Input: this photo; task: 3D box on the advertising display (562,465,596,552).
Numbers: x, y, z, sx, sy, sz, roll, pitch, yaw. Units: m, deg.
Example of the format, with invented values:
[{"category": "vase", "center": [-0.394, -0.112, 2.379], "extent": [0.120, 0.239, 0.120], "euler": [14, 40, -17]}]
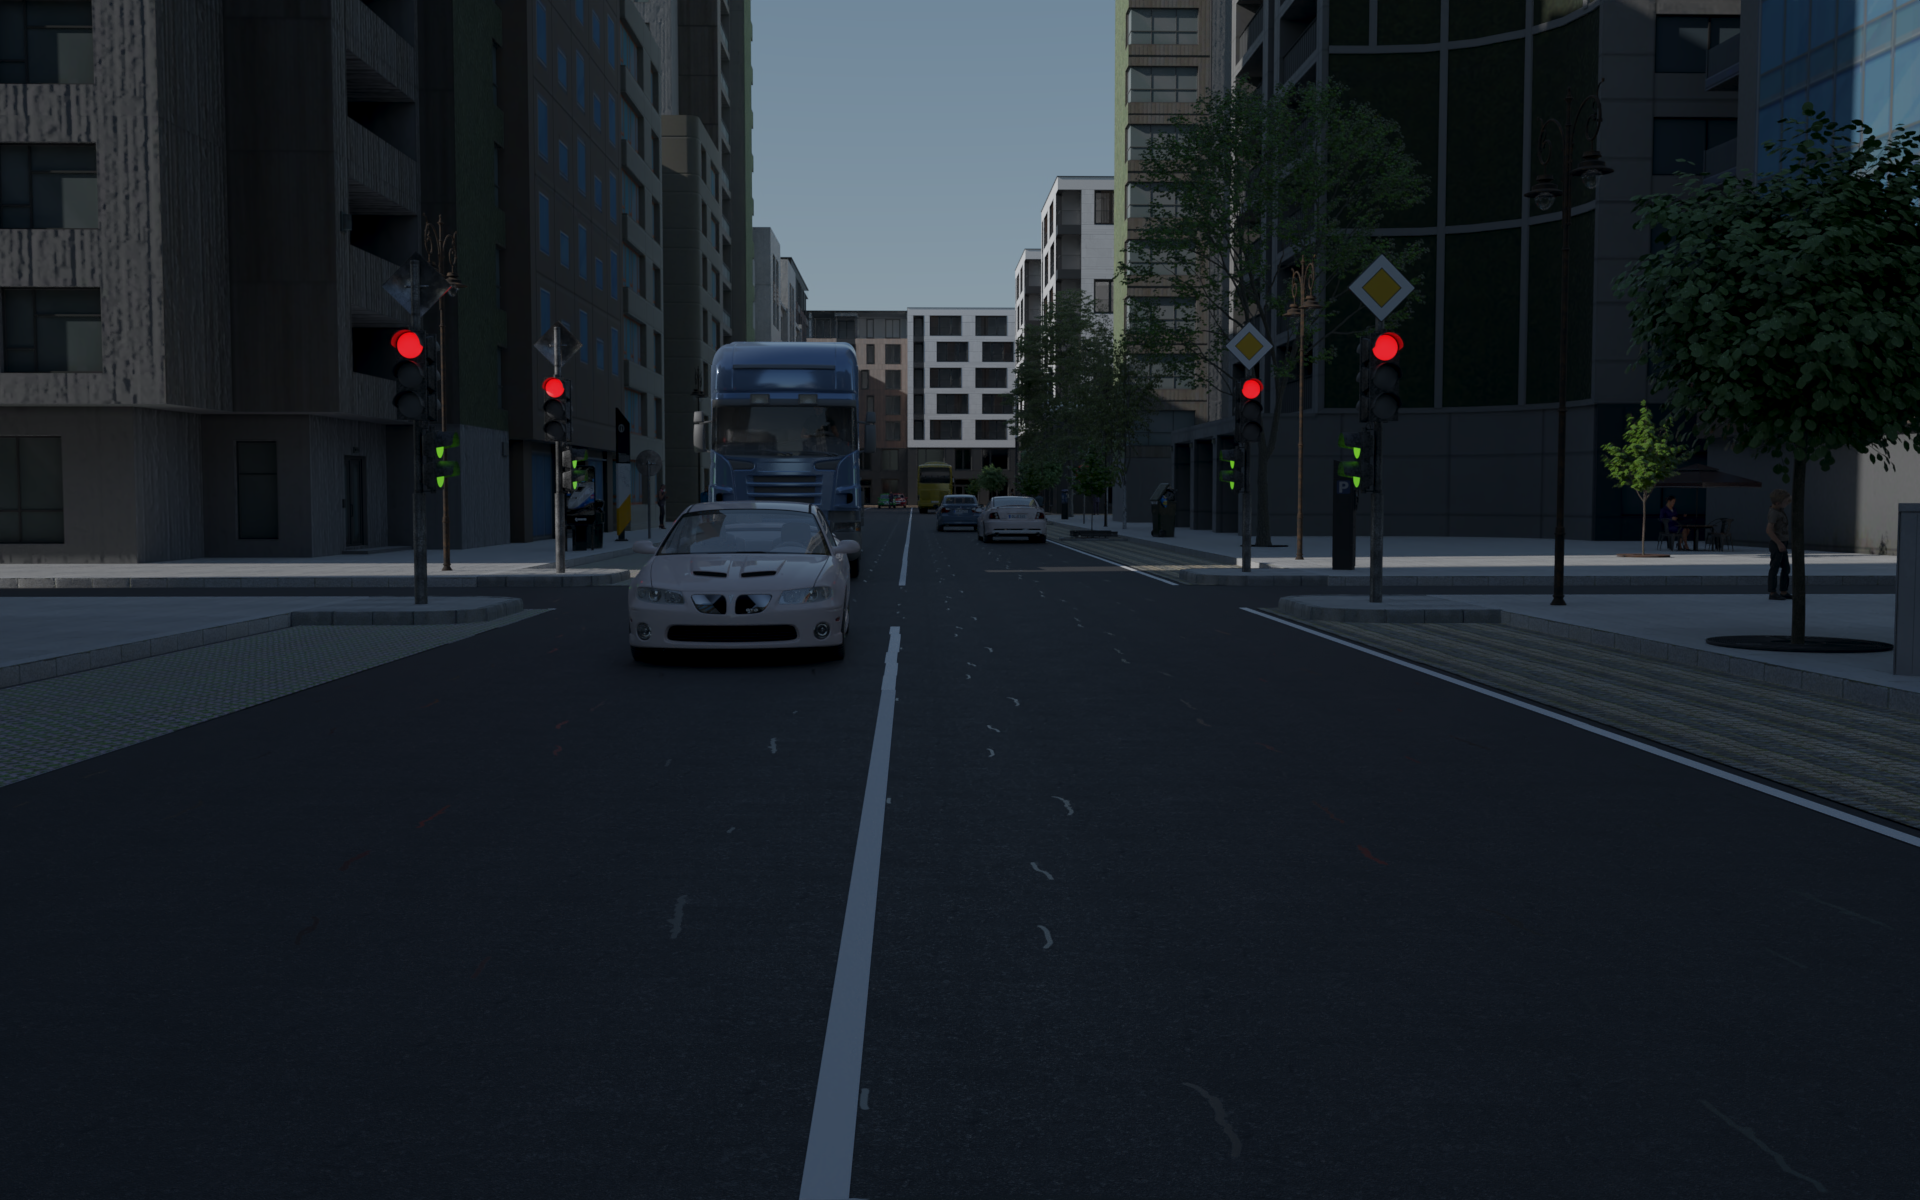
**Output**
[{"category": "advertising display", "center": [-8.575, -2.066, 38.985], "extent": [0.123, 1.923, 0.974], "euler": [2, 4, 31]}]

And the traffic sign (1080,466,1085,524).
[{"category": "traffic sign", "center": [5.339, -4.548, 74.471], "extent": [0.768, 2.556, 0.104], "euler": [0, 4, 3]}]

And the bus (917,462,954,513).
[{"category": "bus", "center": [-1.861, -8.543, 131.224], "extent": [2.896, 3.916, 12.252], "euler": [0, 4, 0]}]

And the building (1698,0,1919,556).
[{"category": "building", "center": [26.024, -23.614, 36.194], "extent": [14.200, 45.320, 14.600], "euler": [0, 4, -2]}]

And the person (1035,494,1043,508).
[{"category": "person", "center": [3.724, -4.390, 82.487], "extent": [0.499, 1.552, 0.429], "euler": [0, 4, 1]}]

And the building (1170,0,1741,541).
[{"category": "building", "center": [18.667, -37.734, 55.196], "extent": [20.563, 71.187, 20.611], "euler": [0, 4, -2]}]

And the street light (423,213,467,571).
[{"category": "street light", "center": [-8.591, -3.427, 28.827], "extent": [0.468, 5.910, 1.993], "euler": [0, 4, -2]}]

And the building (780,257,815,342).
[{"category": "building", "center": [-31.139, -19.505, 162.889], "extent": [32.646, 21.610, 27.936], "euler": [0, 4, -2]}]

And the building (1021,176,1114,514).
[{"category": "building", "center": [19.726, -17.379, 128.122], "extent": [27.936, 21.610, 32.646], "euler": [0, 4, -2]}]

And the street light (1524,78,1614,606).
[{"category": "street light", "center": [6.914, -2.877, 19.833], "extent": [0.468, 5.910, 1.993], "euler": [0, 4, -2]}]

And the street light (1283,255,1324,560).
[{"category": "street light", "center": [6.634, -3.723, 33.652], "extent": [0.468, 5.910, 1.993], "euler": [0, 4, -2]}]

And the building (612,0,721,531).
[{"category": "building", "center": [-25.624, -13.972, 73.478], "extent": [27.650, 21.520, 28.899], "euler": [0, 4, -2]}]

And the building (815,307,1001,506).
[{"category": "building", "center": [-8.307, -21.982, 203.374], "extent": [32.646, 21.610, 27.936], "euler": [0, 4, -2]}]

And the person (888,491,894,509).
[{"category": "person", "center": [-6.537, -9.446, 163.863], "extent": [0.541, 1.710, 0.530], "euler": [2, 4, 30]}]

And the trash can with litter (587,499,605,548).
[{"category": "trash can with litter", "center": [-8.801, -1.807, 40.938], "extent": [0.624, 1.170, 1.055], "euler": [-2, 4, -31]}]

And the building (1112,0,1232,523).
[{"category": "building", "center": [14.249, -24.450, 83.349], "extent": [14.154, 41.232, 14.086], "euler": [0, 4, -2]}]

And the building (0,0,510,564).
[{"category": "building", "center": [-18.452, -16.212, 36.772], "extent": [14.160, 30.474, 14.107], "euler": [0, 4, -2]}]

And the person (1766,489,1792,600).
[{"category": "person", "center": [9.965, -0.674, 20.975], "extent": [0.340, 1.345, 0.435], "euler": [2, 4, 31]}]

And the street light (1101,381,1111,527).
[{"category": "street light", "center": [5.717, -5.815, 67.862], "extent": [0.468, 5.910, 1.993], "euler": [0, 4, -2]}]

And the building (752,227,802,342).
[{"category": "building", "center": [-21.304, -16.145, 130.426], "extent": [16.747, 18.905, 31.486], "euler": [0, 4, -2]}]

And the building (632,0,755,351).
[{"category": "building", "center": [-18.952, -25.144, 94.704], "extent": [14.154, 41.232, 14.086], "euler": [0, 4, -2]}]

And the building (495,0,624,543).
[{"category": "building", "center": [-18.119, -24.486, 50.460], "extent": [14.600, 45.320, 14.200], "euler": [0, 4, -2]}]

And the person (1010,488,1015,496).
[{"category": "person", "center": [4.342, -8.199, 140.821], "extent": [0.721, 1.735, 1.217], "euler": [1, 4, 23]}]

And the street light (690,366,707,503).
[{"category": "street light", "center": [-9.441, -5.495, 62.638], "extent": [0.468, 5.910, 1.993], "euler": [0, 4, -2]}]

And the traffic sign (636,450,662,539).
[{"category": "traffic sign", "center": [-8.936, -3.037, 49.756], "extent": [0.768, 2.556, 0.104], "euler": [0, 4, 0]}]

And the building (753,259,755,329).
[{"category": "building", "center": [-20.847, -15.434, 108.771], "extent": [16.016, 20.091, 11.380], "euler": [0, 4, -2]}]

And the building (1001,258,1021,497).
[{"category": "building", "center": [18.887, -19.386, 160.937], "extent": [27.936, 21.610, 32.646], "euler": [0, 4, -2]}]

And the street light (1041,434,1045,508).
[{"category": "street light", "center": [4.853, -7.930, 102.446], "extent": [0.468, 5.910, 1.993], "euler": [0, 4, -2]}]

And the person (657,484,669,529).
[{"category": "person", "center": [-10.855, -3.422, 63.462], "extent": [0.415, 1.643, 0.593], "euler": [-3, 5, -44]}]

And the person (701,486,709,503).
[{"category": "person", "center": [-10.509, -3.893, 71.397], "extent": [0.593, 1.614, 0.444], "euler": [3, 5, 44]}]

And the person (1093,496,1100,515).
[{"category": "person", "center": [8.243, -5.982, 104.775], "extent": [0.541, 1.710, 0.530], "euler": [0, 4, -6]}]
